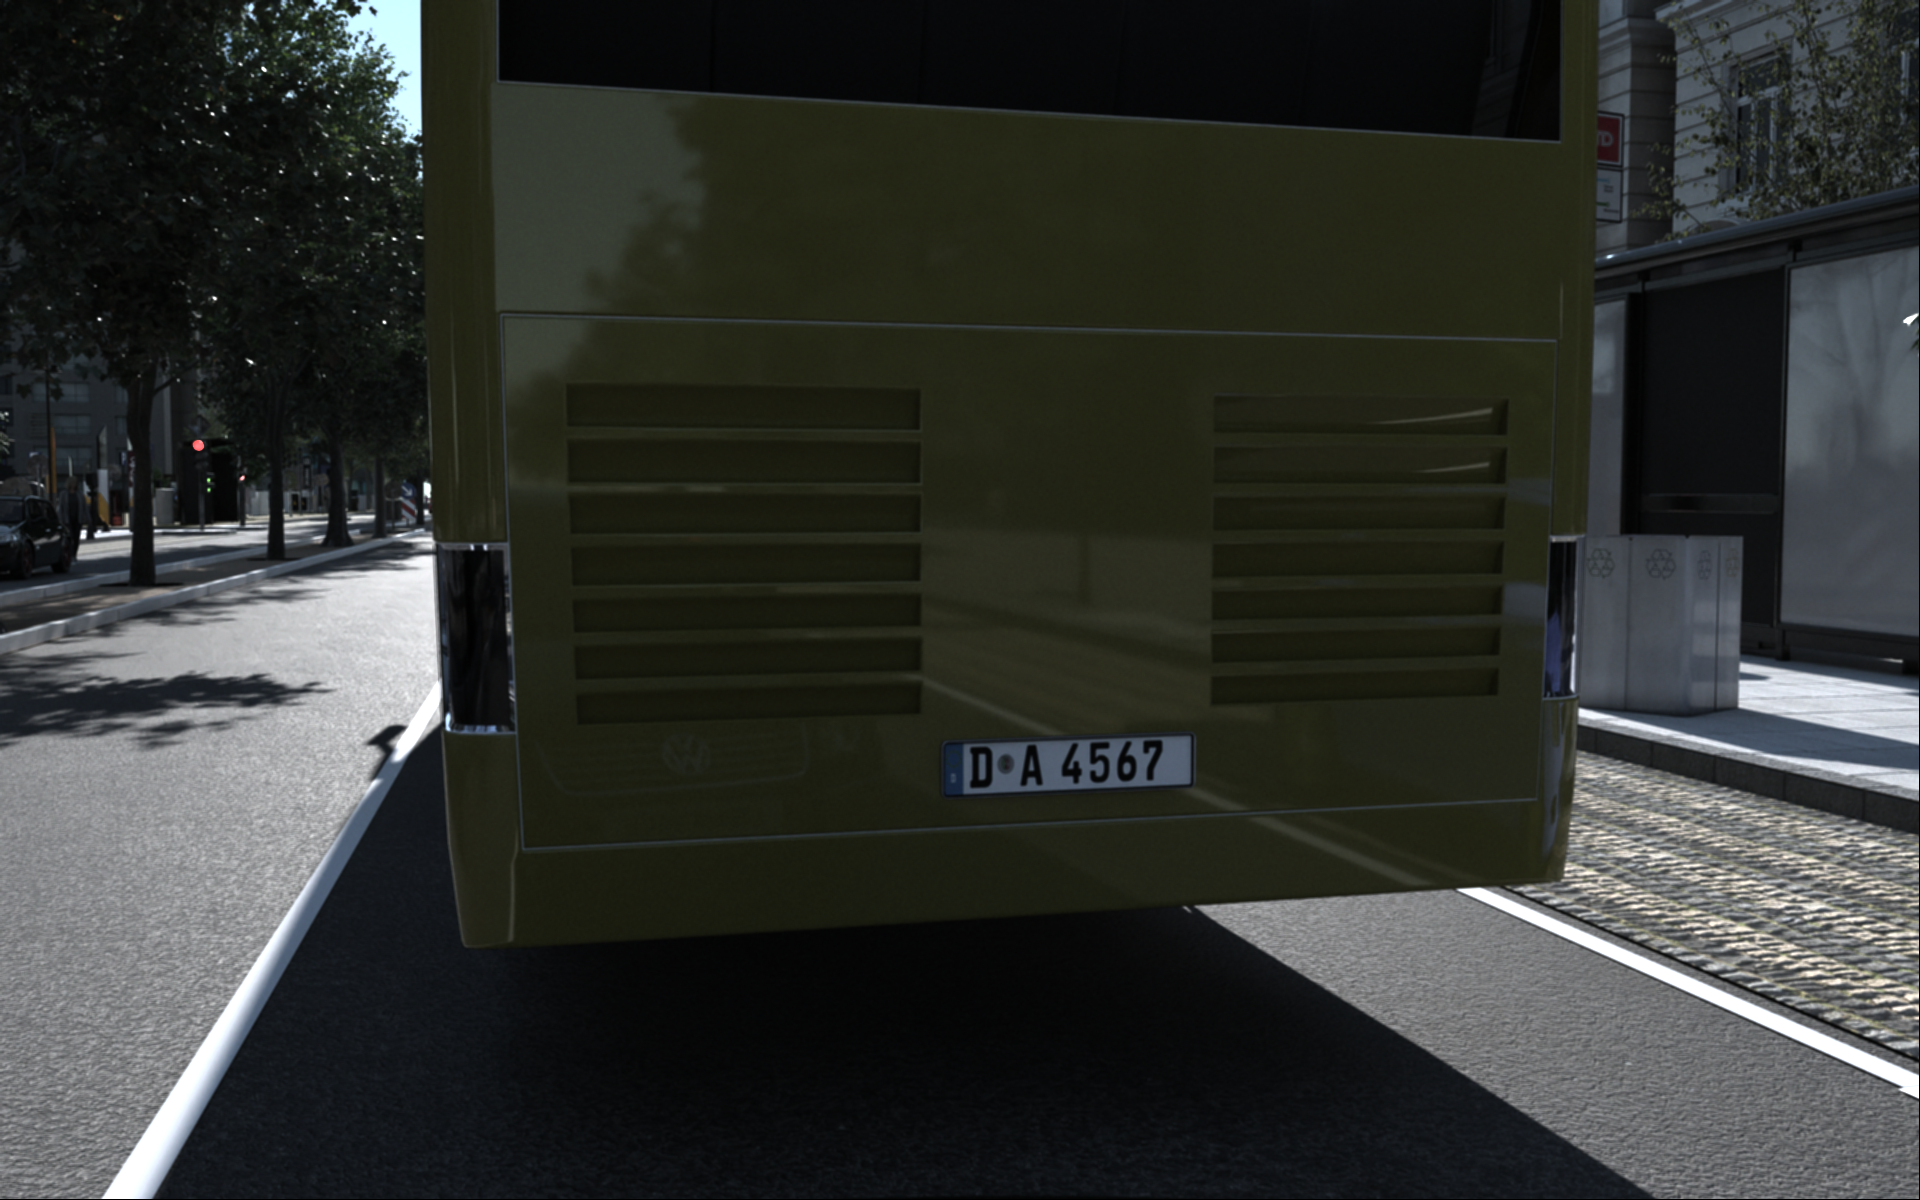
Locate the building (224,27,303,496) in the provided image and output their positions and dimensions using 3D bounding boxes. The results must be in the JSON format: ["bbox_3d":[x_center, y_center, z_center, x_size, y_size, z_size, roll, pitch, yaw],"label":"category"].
[{"bbox_3d":[-88.097,-53.200,182.485,31.000,86.520,22.319,-1,4,-13],"label":"building"}]

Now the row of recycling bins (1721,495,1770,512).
[{"bbox_3d":[13.900,-1.307,28.483,1.069,1.692,3.534,-1,4,-15],"label":"row of recycling bins"}]

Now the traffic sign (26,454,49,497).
[{"bbox_3d":[-29.238,-3.358,55.002,0.768,2.556,0.104,0,4,-6],"label":"traffic sign"}]

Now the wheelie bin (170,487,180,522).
[{"bbox_3d":[-36.139,-4.393,79.736,0.980,1.594,0.693,2,4,33],"label":"wheelie bin"}]

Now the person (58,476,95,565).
[{"bbox_3d":[-17.886,-1.614,35.077,0.709,1.800,0.728,-3,4,-37],"label":"person"}]

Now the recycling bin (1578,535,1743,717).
[{"bbox_3d":[4.189,0.132,10.400,0.722,1.027,0.722,-3,5,-42],"label":"recycling bin"}]

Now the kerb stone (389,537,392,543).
[{"bbox_3d":[-16.550,-1.696,49.932,0.120,0.150,1.000,-1,4,-13],"label":"kerb stone"}]

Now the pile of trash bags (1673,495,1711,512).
[{"bbox_3d":[10.479,-0.997,26.047,1.912,1.369,3.447,0,4,3],"label":"pile of trash bags"}]

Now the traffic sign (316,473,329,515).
[{"bbox_3d":[-39.426,-6.546,107.134,0.768,2.556,0.104,0,4,-8],"label":"traffic sign"}]

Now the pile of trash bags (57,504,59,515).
[{"bbox_3d":[-39.454,-3.930,74.006,3.447,1.369,1.912,-2,4,-25],"label":"pile of trash bags"}]

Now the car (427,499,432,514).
[{"bbox_3d":[-37.775,-7.182,126.468,2.155,1.783,4.494,-1,4,-13],"label":"car"}]

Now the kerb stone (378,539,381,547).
[{"bbox_3d":[-15.862,-1.513,46.933,0.120,0.150,1.000,-1,4,-13],"label":"kerb stone"}]

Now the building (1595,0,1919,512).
[{"bbox_3d":[17.530,-15.901,45.892,13.634,28.700,20.117,-1,4,-13],"label":"building"}]

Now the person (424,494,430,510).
[{"bbox_3d":[-49.038,-9.018,159.165,0.991,1.433,0.599,-1,4,-10],"label":"person"}]

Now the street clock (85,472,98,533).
[{"bbox_3d":[-28.834,-3.240,57.552,0.358,2.002,0.471,0,4,-5],"label":"street clock"}]

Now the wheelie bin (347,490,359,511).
[{"bbox_3d":[-45.385,-7.443,129.597,0.980,1.594,0.693,0,4,-3],"label":"wheelie bin"}]

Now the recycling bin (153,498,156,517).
[{"bbox_3d":[-45.782,-5.281,98.904,0.722,1.027,0.722,-3,4,-38],"label":"recycling bin"}]

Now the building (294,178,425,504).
[{"bbox_3d":[-90.241,-38.122,242.902,30.456,49.044,23.786,-1,4,-13],"label":"building"}]

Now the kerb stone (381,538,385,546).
[{"bbox_3d":[-16.088,-1.570,47.933,0.120,0.150,1.000,-1,4,-13],"label":"kerb stone"}]

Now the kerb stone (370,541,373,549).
[{"bbox_3d":[-15.402,-1.391,44.936,0.120,0.150,1.000,-1,4,-13],"label":"kerb stone"}]

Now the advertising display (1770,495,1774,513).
[{"bbox_3d":[8.283,-0.720,16.994,0.974,1.923,0.123,-2,4,-32],"label":"advertising display"}]

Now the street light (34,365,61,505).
[{"bbox_3d":[-26.178,-4.709,49.773,0.468,5.910,1.993,-1,4,-13],"label":"street light"}]

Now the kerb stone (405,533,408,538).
[{"bbox_3d":[-17.703,-2.002,54.931,0.120,0.150,1.000,-1,4,-13],"label":"kerb stone"}]

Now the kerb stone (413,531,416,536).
[{"bbox_3d":[-18.393,-2.185,57.920,0.120,0.150,1.000,-1,4,-13],"label":"kerb stone"}]

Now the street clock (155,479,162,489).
[{"bbox_3d":[-39.295,-4.918,84.987,0.358,2.002,0.471,-1,4,-15],"label":"street clock"}]

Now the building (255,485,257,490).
[{"bbox_3d":[-77.124,-44.092,159.159,20.563,71.187,20.611,-1,4,-13],"label":"building"}]

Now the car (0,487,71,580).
[{"bbox_3d":[-16.738,-1.235,29.979,2.009,1.686,4.222,-1,4,-14],"label":"car"}]

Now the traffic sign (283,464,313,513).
[{"bbox_3d":[-44.636,-7.487,116.284,2.265,3.308,0.079,0,4,-8],"label":"traffic sign"}]

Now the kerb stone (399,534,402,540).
[{"bbox_3d":[-17.240,-1.880,52.925,0.120,0.150,1.000,-1,4,-13],"label":"kerb stone"}]

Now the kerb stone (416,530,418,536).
[{"bbox_3d":[-18.628,-2.242,58.915,0.120,0.150,1.000,-1,4,-13],"label":"kerb stone"}]

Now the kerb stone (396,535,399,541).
[{"bbox_3d":[-17.010,-1.813,51.928,0.120,0.150,1.000,-1,4,-13],"label":"kerb stone"}]

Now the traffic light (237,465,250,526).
[{"bbox_3d":[-26.416,-5.776,69.101,4.771,5.953,1.251,-1,4,-13],"label":"traffic light"}]

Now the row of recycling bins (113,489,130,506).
[{"bbox_3d":[-63.875,-7.612,131.569,1.069,1.692,3.534,-3,5,-40],"label":"row of recycling bins"}]

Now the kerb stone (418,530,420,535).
[{"bbox_3d":[-18.859,-2.305,59.912,0.120,0.150,1.000,-1,4,-13],"label":"kerb stone"}]

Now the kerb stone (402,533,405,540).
[{"bbox_3d":[-17.477,-1.936,53.932,0.120,0.150,1.000,-1,4,-13],"label":"kerb stone"}]

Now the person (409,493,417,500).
[{"bbox_3d":[-40.628,-7.330,128.524,0.592,1.802,0.473,3,4,36],"label":"person"}]

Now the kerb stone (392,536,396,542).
[{"bbox_3d":[-16.784,-1.757,50.927,0.120,0.150,1.000,-1,4,-13],"label":"kerb stone"}]

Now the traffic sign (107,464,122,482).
[{"bbox_3d":[-35.535,-4.433,72.593,0.768,2.556,0.104,-1,4,-11],"label":"traffic sign"}]

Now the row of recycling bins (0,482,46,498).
[{"bbox_3d":[-32.278,-3.156,58.719,1.069,1.692,3.534,0,4,7],"label":"row of recycling bins"}]

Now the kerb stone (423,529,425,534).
[{"bbox_3d":[-19.318,-2.427,61.910,0.120,0.150,1.000,-1,4,-13],"label":"kerb stone"}]

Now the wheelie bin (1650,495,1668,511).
[{"bbox_3d":[12.645,-1.473,31.989,0.693,1.594,0.980,-2,4,-24],"label":"wheelie bin"}]

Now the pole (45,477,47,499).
[{"bbox_3d":[-60.990,-7.457,115.767,0.158,3.312,0.155,0,3,0],"label":"pole"}]

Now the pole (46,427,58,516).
[{"bbox_3d":[-27.779,-3.620,53.037,0.158,3.312,0.155,0,3,0],"label":"pole"}]

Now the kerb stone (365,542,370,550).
[{"bbox_3d":[-15.159,-1.329,43.928,0.120,0.150,1.000,-1,4,-13],"label":"kerb stone"}]

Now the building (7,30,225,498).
[{"bbox_3d":[-69.148,-28.114,143.262,14.154,41.232,14.086,-1,4,-13],"label":"building"}]

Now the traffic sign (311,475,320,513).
[{"bbox_3d":[-42.509,-7.002,114.589,0.768,2.556,0.104,0,4,-3],"label":"traffic sign"}]

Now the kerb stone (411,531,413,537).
[{"bbox_3d":[-18.164,-2.124,56.923,0.120,0.150,1.000,-1,4,-13],"label":"kerb stone"}]

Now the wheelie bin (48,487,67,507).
[{"bbox_3d":[-42.965,-4.571,82.647,0.980,1.594,0.693,-1,4,-23],"label":"wheelie bin"}]

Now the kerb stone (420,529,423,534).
[{"bbox_3d":[-19.090,-2.368,60.913,0.120,0.150,1.000,-1,4,-13],"label":"kerb stone"}]

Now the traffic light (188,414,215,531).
[{"bbox_3d":[-26.638,-4.397,60.819,0.839,4.253,0.868,-1,4,-13],"label":"traffic light"}]

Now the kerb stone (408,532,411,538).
[{"bbox_3d":[-17.931,-2.061,55.927,0.120,0.150,1.000,-1,4,-13],"label":"kerb stone"}]

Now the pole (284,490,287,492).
[{"bbox_3d":[-53.464,-8.771,137.244,0.158,3.312,0.155,0,3,0],"label":"pole"}]

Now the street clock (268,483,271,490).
[{"bbox_3d":[-42.988,-6.343,108.284,0.358,2.002,0.471,3,5,42],"label":"street clock"}]

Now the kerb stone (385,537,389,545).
[{"bbox_3d":[-16.315,-1.635,48.929,0.120,0.150,1.000,-1,4,-13],"label":"kerb stone"}]

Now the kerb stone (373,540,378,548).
[{"bbox_3d":[-15.630,-1.448,45.935,0.120,0.150,1.000,-1,4,-13],"label":"kerb stone"}]
